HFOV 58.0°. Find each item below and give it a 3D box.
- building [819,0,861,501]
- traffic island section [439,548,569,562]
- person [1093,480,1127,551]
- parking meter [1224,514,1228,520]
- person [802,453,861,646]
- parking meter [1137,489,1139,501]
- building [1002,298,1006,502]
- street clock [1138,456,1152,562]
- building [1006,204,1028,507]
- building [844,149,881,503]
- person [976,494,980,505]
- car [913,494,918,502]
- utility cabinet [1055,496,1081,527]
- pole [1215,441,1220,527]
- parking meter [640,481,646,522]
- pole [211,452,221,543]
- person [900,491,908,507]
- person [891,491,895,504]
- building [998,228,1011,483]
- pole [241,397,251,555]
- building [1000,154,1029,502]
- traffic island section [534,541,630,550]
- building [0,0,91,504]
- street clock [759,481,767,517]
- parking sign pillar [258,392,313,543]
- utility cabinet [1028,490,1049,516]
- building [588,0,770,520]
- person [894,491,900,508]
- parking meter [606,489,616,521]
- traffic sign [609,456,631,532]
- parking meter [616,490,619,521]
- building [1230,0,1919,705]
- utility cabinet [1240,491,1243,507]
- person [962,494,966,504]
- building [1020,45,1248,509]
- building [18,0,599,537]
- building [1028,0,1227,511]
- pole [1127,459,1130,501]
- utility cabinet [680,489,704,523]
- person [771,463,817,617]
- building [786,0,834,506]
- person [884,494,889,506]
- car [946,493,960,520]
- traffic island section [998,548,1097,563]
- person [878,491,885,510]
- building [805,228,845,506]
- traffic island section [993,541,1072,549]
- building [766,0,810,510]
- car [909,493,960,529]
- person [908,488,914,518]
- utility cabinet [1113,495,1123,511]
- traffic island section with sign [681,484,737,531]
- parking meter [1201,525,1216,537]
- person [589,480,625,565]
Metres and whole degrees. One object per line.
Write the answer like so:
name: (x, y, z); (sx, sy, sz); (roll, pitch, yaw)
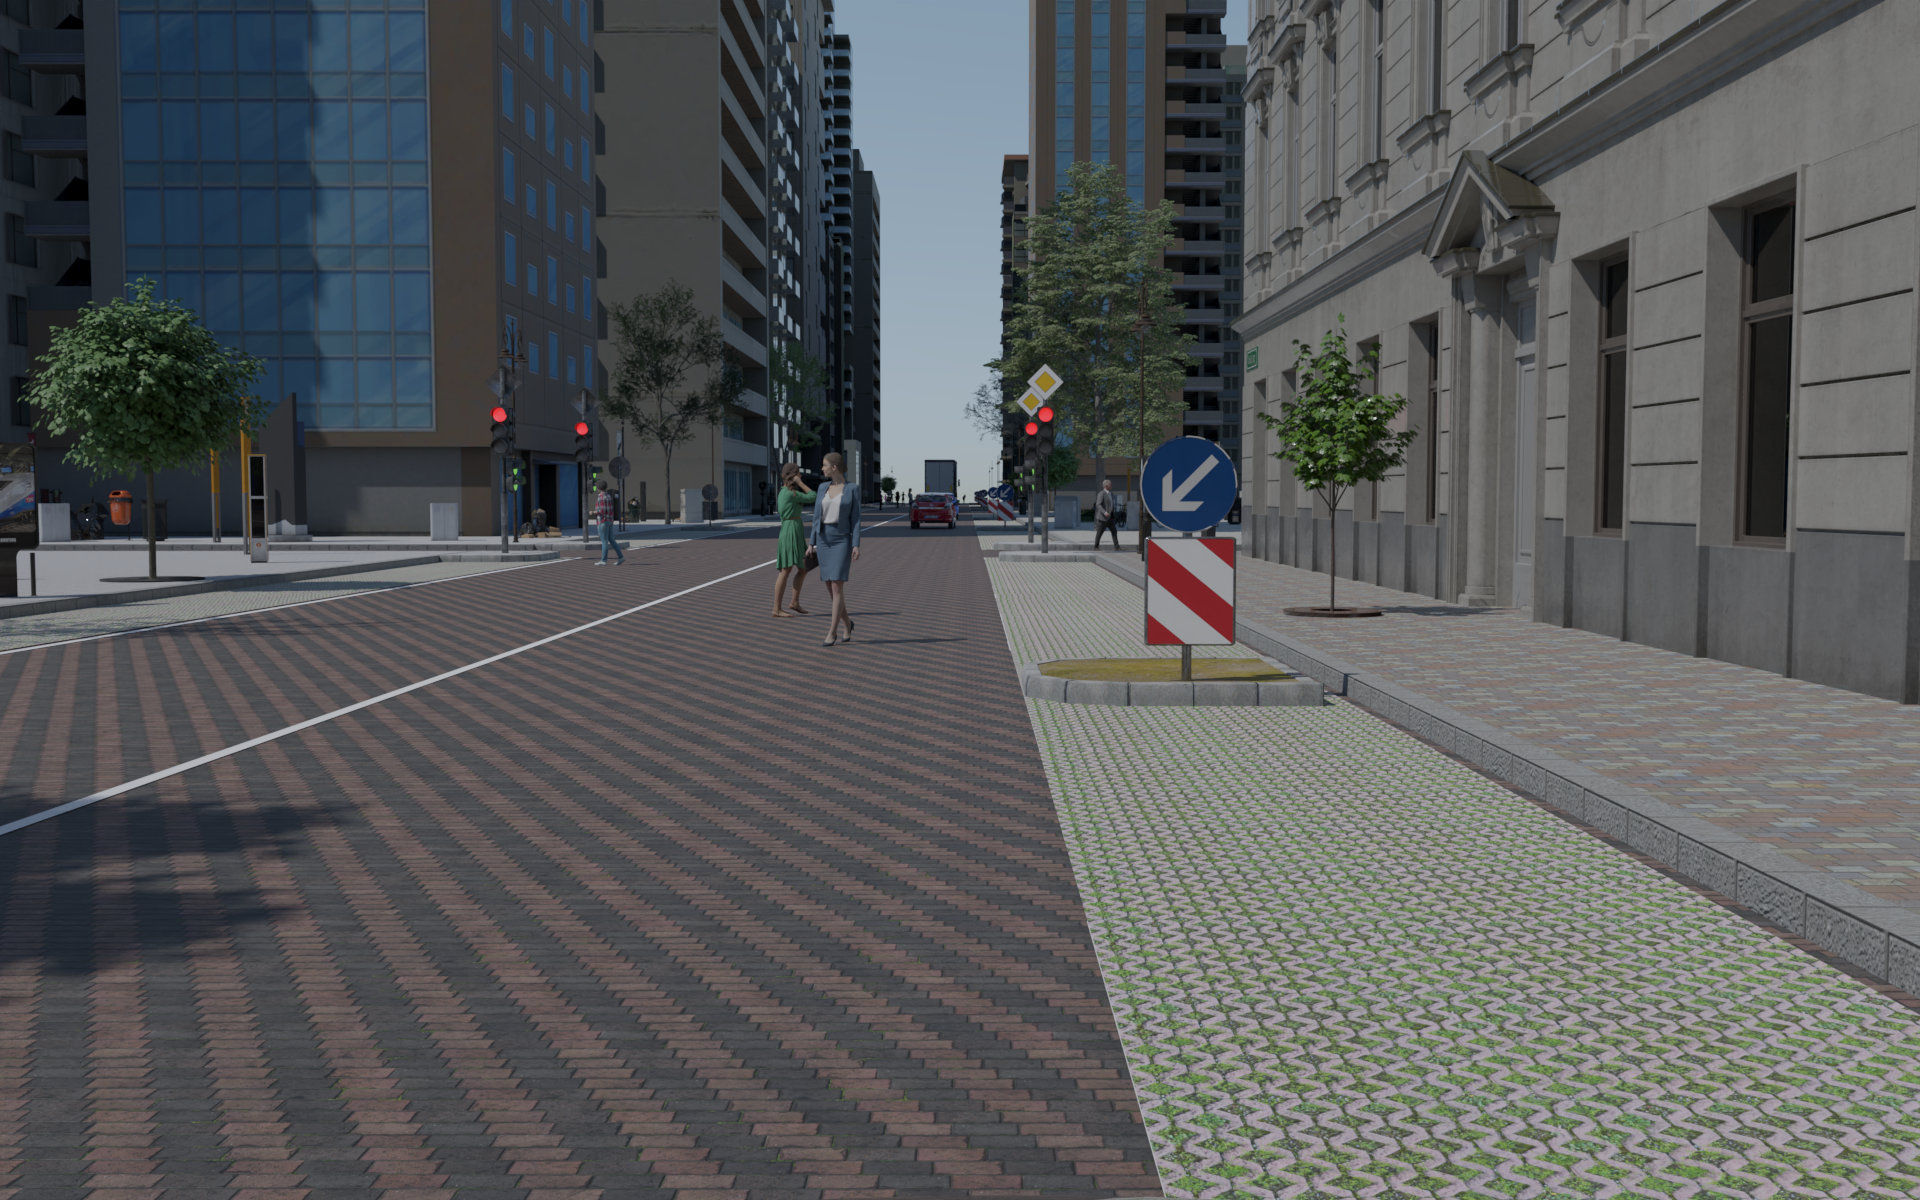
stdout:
building: (-23.487, -55.422, 218.822); (22.319, 86.520, 31.000); (0, 4, 0)
traffic island section: (-9.883, -0.935, 37.564); (2.009, 0.180, 2.903); (0, 4, 0)
person: (3.653, -2.047, 42.361); (0.834, 1.777, 0.661); (2, 4, 30)
parking meter: (13.026, -4.633, 84.166); (0.372, 1.533, 0.369); (0, 3, 0)
person: (-1.148, -0.489, 16.513); (0.581, 1.822, 0.654); (3, 4, 38)
parking meter: (8.605, -4.524, 82.384); (0.372, 1.533, 0.369); (0, 3, 0)
building: (12.940, -28.798, 242.553); (14.160, 30.474, 14.107); (0, 4, 0)
street clock: (3.557, -1.736, 32.948); (0.358, 2.002, 0.471); (0, 4, 2)
building: (12.211, -24.632, 174.433); (14.160, 30.474, 14.107); (0, 4, 0)
building: (-22.474, -38.075, 246.228); (21.300, 48.544, 21.600); (0, 4, 0)
person: (2.494, -13.181, 224.561); (0.990, 1.755, 0.434); (2, 4, 29)
car: (-4.930, -12.987, 221.126); (1.959, 1.807, 4.718); (0, 4, 2)
utility cabinet: (4.238, -3.480, 68.062); (1.020, 1.237, 0.306); (2, 4, 34)
pole: (9.975, -4.488, 67.227); (0.158, 3.312, 0.155); (0, 3, 0)
parking meter: (-14.712, -4.569, 80.418); (0.255, 1.863, 0.399); (0, 4, -6)
pole: (-19.605, -3.166, 45.603); (0.158, 3.312, 0.155); (0, 3, 0)
person: (-6.466, -11.441, 196.283); (1.217, 1.735, 0.721); (-1, 4, -19)
person: (-9.189, -13.715, 232.748); (1.348, 1.824, 0.705); (0, 4, 6)
building: (17.675, -39.425, 264.210); (23.786, 49.044, 30.456); (0, 4, 0)
pole: (-15.067, -2.614, 36.585); (0.158, 3.312, 0.155); (0, 3, 0)
building: (16.248, -34.568, 219.816); (22.147, 44.769, 28.867); (0, 4, 0)
traffic island section: (-9.856, -1.423, 45.549); (2.009, 0.180, 2.903); (0, 4, 0)
building: (-36.255, -22.557, 52.399); (14.086, 41.232, 14.154); (0, 4, 0)
street clock: (-11.246, -5.763, 98.803); (0.358, 2.002, 0.471); (2, 4, 29)
parking sign pillar: (-18.168, -3.546, 46.447); (1.447, 3.967, 1.447); (2, 4, 27)
utility cabinet: (4.518, -5.581, 99.932); (1.173, 1.500, 0.318); (1, 4, 18)
building: (-22.438, -28.834, 95.130); (21.300, 48.544, 21.600); (0, 4, 0)
person: (-6.545, -10.454, 179.936); (0.721, 1.766, 1.217); (-2, 4, -32)
parking meter: (-16.642, -4.504, 82.048); (0.372, 1.533, 0.369); (0, 3, 0)
traffic sign: (-11.502, -3.574, 58.545); (0.768, 2.556, 0.104); (0, 4, 4)
parking meter: (-16.360, -4.530, 82.469); (0.372, 1.533, 0.369); (0, 3, 0)
building: (13.681, -14.521, 13.840); (17.030, 29.872, 44.131); (0, 4, 0)
utility cabinet: (19.510, -6.732, 118.747); (0.318, 1.500, 1.173); (2, 4, 31)
person: (0.618, -14.405, 247.249); (0.421, 1.427, 0.697); (-2, 4, -28)
building: (21.651, -28.286, 154.354); (32.217, 40.220, 23.993); (0, 4, 0)
building: (-20.630, -24.917, 57.503); (14.600, 45.320, 14.200); (0, 4, 0)
building: (12.480, -29.645, 134.813); (14.600, 45.320, 14.200); (0, 4, 0)
pole: (9.929, -6.606, 101.844); (0.158, 3.312, 0.155); (0, 3, 0)
utility cabinet: (-11.749, -4.115, 75.961); (0.318, 1.500, 1.173); (2, 4, 34)
person: (-1.987, -0.704, 20.252); (0.529, 1.795, 0.600); (-2, 4, -32)
building: (-27.024, -35.154, 164.009); (28.713, 52.752, 27.495); (0, 4, 0)
person: (-8.828, -11.906, 206.389); (0.991, 1.433, 0.599); (-3, 4, -38)
car: (-0.952, -5.438, 98.508); (1.945, 1.707, 3.694); (0, 4, -2)
traffic island section: (1.858, -0.932, 37.518); (2.009, 0.180, 2.903); (0, 4, 0)
person: (-6.977, -8.863, 154.087); (0.721, 1.739, 1.217); (-2, 4, -31)
building: (-19.944, -25.381, 186.677); (14.160, 30.474, 14.107); (0, 4, 0)
traffic island section: (1.886, -1.420, 45.503); (2.009, 0.180, 2.903); (0, 4, 0)
building: (-24.425, -31.532, 135.155); (23.786, 49.044, 30.456); (0, 4, 0)
car: (-1.099, -3.897, 72.754); (2.155, 1.783, 4.494); (0, 4, 2)
person: (-2.793, -5.657, 101.272); (0.573, 1.790, 0.520); (-2, 4, -27)
utility cabinet: (10.530, -6.381, 115.494); (0.306, 1.237, 1.020); (2, 4, 27)
traffic island section with sign: (-9.782, -3.617, 67.771); (1.989, 1.847, 2.006); (0, 4, 0)
parking meter: (6.987, -2.625, 48.628); (0.399, 1.863, 0.255); (-3, 4, -37)
person: (-7.116, -1.563, 34.895); (0.643, 1.720, 0.563); (1, 4, 11)
